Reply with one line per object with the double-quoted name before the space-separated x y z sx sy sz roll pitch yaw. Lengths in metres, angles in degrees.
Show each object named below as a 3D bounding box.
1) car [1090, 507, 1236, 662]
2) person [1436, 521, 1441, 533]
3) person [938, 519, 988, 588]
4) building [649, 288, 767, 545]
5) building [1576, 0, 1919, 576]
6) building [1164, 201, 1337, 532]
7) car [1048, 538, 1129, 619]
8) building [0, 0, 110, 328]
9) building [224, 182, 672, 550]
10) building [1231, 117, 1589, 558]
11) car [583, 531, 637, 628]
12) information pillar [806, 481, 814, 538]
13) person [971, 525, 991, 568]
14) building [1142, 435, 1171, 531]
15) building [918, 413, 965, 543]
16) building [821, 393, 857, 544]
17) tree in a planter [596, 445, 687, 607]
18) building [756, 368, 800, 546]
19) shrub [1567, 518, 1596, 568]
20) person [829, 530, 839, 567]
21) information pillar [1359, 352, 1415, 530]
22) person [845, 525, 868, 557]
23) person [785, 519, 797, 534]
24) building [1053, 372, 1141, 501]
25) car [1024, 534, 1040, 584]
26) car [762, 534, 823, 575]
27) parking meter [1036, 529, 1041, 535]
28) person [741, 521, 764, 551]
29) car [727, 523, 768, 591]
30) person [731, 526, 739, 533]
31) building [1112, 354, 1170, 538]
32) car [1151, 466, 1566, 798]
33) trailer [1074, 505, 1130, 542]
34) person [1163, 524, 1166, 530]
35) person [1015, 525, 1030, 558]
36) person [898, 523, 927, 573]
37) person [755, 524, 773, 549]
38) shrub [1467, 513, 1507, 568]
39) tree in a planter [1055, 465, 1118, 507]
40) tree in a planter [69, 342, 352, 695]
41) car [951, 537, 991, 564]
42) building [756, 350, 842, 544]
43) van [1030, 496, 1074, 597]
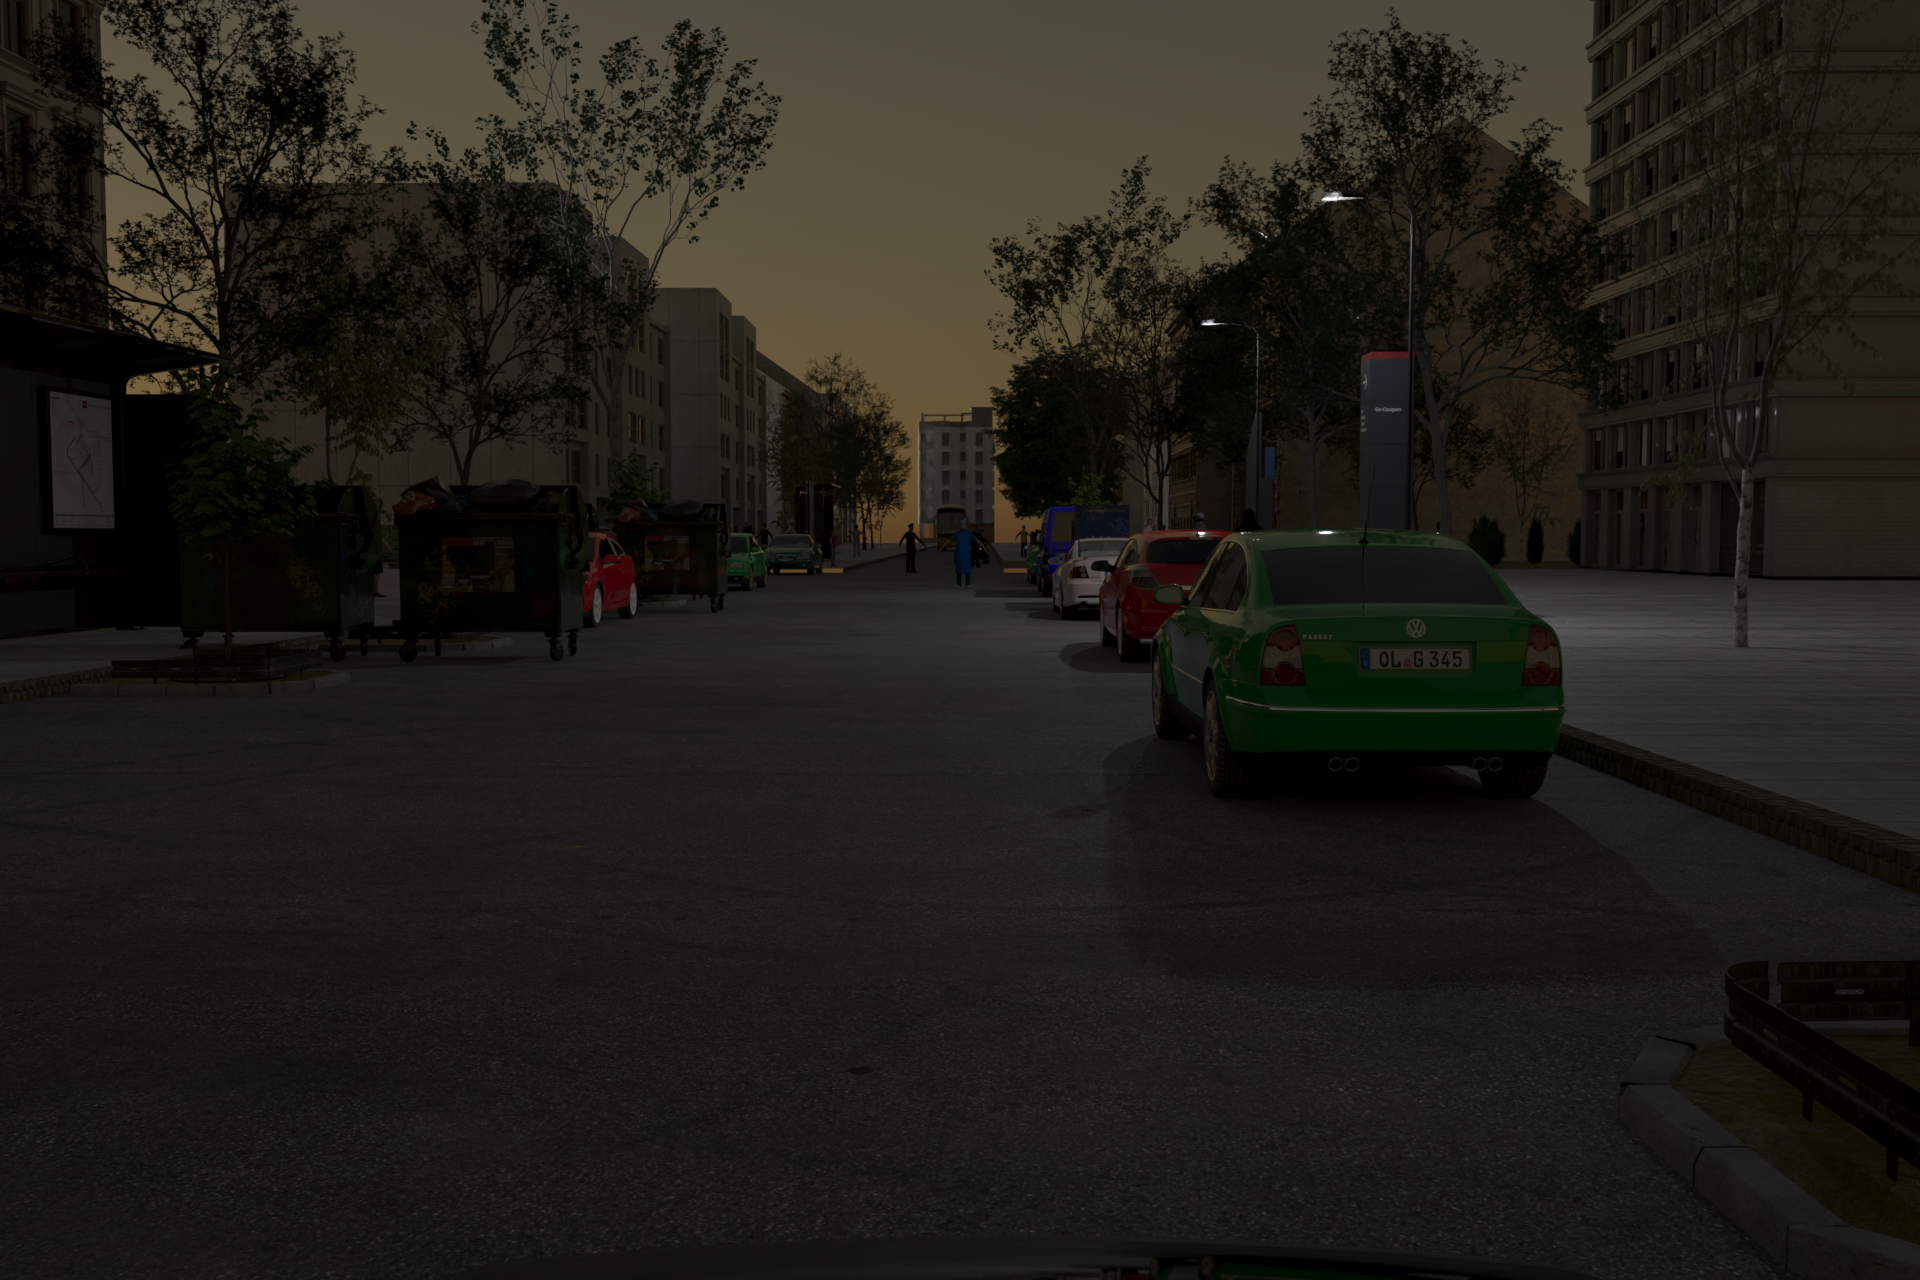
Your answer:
"car" 2.686 -0.727 20.928 2.155 1.783 4.494 0 4 0
"person" 19.300 -3.898 69.862 0.705 1.813 1.348 -1 4 -9
"person" 0.085 -2.272 45.730 1.347 1.817 0.704 1 4 10
"building" -25.826 -16.752 140.345 16.747 18.905 31.486 0 3 0
"building" 26.702 -12.744 55.037 8.464 21.280 15.925 0 4 1
"building" 24.693 -17.664 119.730 19.493 23.208 18.063 0 4 1
"car" 2.619 -1.107 30.469 2.083 1.381 4.827 0 4 0
"building" -31.344 -12.685 43.556 11.583 22.565 21.152 0 3 0
"building" -28.443 -14.483 103.252 16.747 18.905 31.486 0 4 1
"building" 26.397 -16.483 100.432 19.493 23.208 18.063 0 4 1
"car" -6.416 -1.150 27.836 2.155 1.783 4.494 0 4 1
"information pillar" -6.672 -5.250 77.158 0.184 3.620 1.656 0 4 1
"person" 0.676 -4.012 73.988 1.347 1.837 0.705 -2 4 -27
"building" 20.918 -12.336 143.840 9.099 9.664 28.070 0 4 1
"building" -5.896 -24.580 260.753 11.380 20.090 16.016 0 4 -4
"building" -23.550 -22.446 233.454 16.747 18.905 31.486 0 4 1
"tree in a planter" -6.610 -2.310 34.987 1.991 3.239 1.994 0 4 1
"building" -27.707 -21.904 189.062 19.493 23.208 18.063 0 4 1
"shrub" 23.659 -3.741 65.205 1.661 2.075 1.752 0 3 0
"person" -4.862 -3.544 67.205 0.599 1.433 0.991 1 4 9
"information pillar" 6.141 -2.177 24.973 0.750 3.857 0.750 0 4 1
"person" -5.839 -5.603 97.787 1.347 1.806 0.705 -1 4 -8
"person" -6.471 -3.742 67.046 0.705 1.847 1.347 -3 4 -37
"building" 25.347 -23.845 233.837 27.936 21.610 32.646 0 4 1
"car" 2.879 -2.564 50.724 1.959 1.807 4.718 0 4 0
"car" -5.974 -3.075 62.068 2.131 1.459 4.920 0 4 1
"parking meter" 3.846 -4.618 83.909 0.372 1.533 0.369 0 3 0
"person" -6.689 -2.850 54.833 0.705 1.856 1.354 -3 5 -42
"car" -6.092 -2.213 44.971 1.959 1.807 4.718 0 4 1
"person" -13.273 -5.845 102.279 1.216 1.740 0.721 -1 4 -15
"building" 26.561 -21.932 189.516 19.493 23.208 18.063 0 4 1
"car" 2.247 -0.121 10.770 1.959 1.807 4.718 0 3 0
"trailer" 2.882 -1.768 35.959 1.471 1.999 3.904 0 4 1
"person" 11.598 -5.651 98.360 1.349 1.833 0.705 -2 4 -32
"person" 3.484 -5.313 93.335 1.216 1.772 0.721 2 4 31
"person" -1.797 -3.410 64.140 1.347 1.837 0.705 -3 5 -41
"person" -9.939 -4.998 87.904 1.347 1.806 0.705 2 4 35
"shrub" 19.722 -3.731 65.046 1.661 2.075 1.752 0 3 0
"tree in a planter" 3.265 -2.916 44.894 1.991 3.239 1.994 0 4 1
"tree in a planter" -6.919 -1.166 16.281 1.991 3.239 1.994 0 4 2
"car" 0.550 -4.458 85.475 1.945 1.354 3.894 0 3 0
"building" -24.373 -23.061 207.980 19.493 23.208 18.063 0 4 1
"van" 2.827 -2.247 41.119 2.240 2.365 5.245 0 4 0
